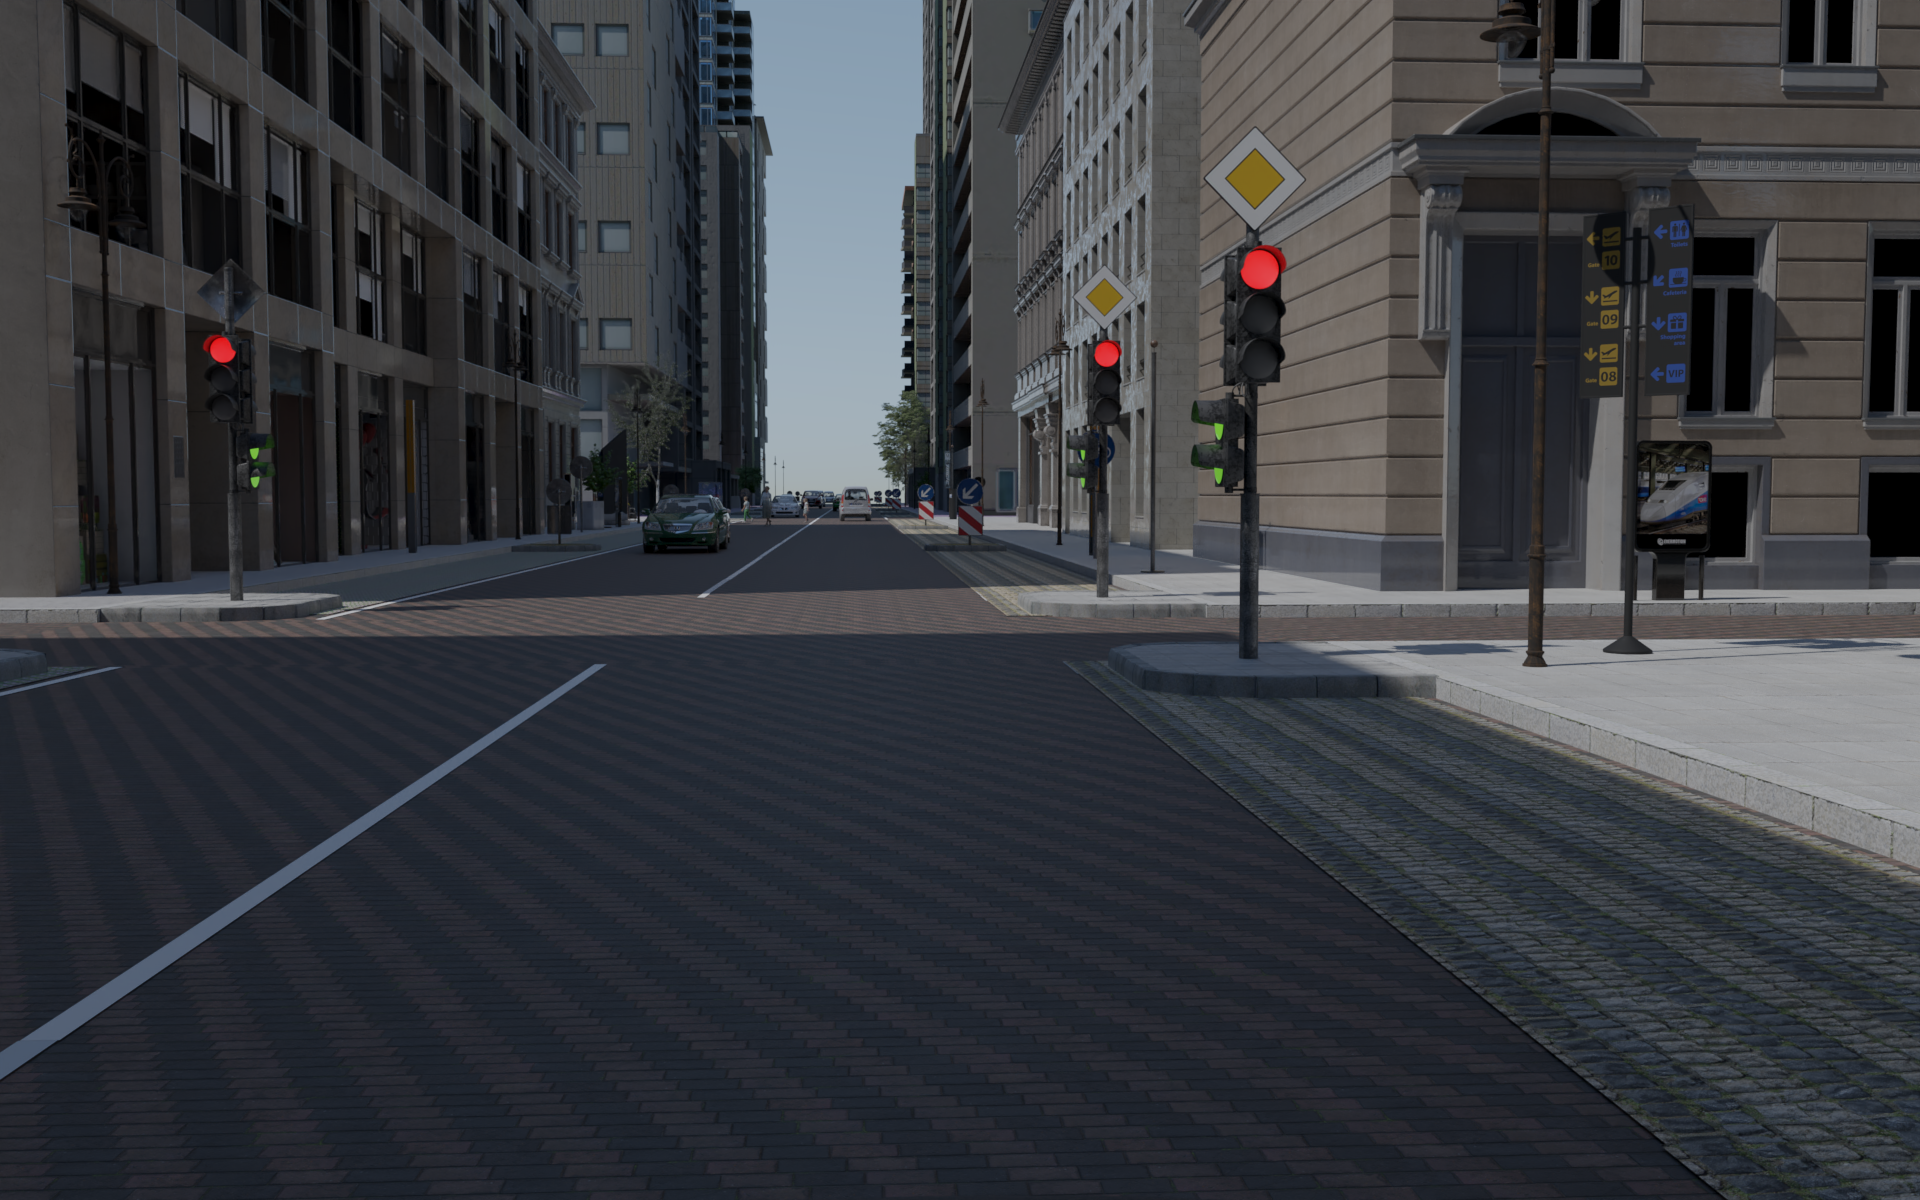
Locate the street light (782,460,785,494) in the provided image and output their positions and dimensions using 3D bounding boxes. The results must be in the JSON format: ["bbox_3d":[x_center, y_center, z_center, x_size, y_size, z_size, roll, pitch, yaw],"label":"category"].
[{"bbox_3d":[-23.735,-15.909,232.907,0.468,5.910,1.993,0,4,-3],"label":"street light"}]

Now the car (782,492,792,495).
[{"bbox_3d":[-18.409,-10.674,184.303,2.009,1.686,4.222,0,4,-4],"label":"car"}]

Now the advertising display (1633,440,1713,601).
[{"bbox_3d":[8.543,-0.956,20.840,0.974,1.923,0.123,0,4,-7],"label":"advertising display"}]

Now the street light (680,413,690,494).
[{"bbox_3d":[-15.473,-7.638,97.667,0.468,5.910,1.993,0,4,-3],"label":"street light"}]

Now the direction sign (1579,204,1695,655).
[{"bbox_3d":[5.399,-1.340,13.901,0.876,3.537,0.379,3,5,43],"label":"direction sign"}]

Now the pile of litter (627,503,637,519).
[{"bbox_3d":[-17.453,-4.637,89.774,1.719,0.858,1.176,-2,4,-25],"label":"pile of litter"}]

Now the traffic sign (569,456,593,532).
[{"bbox_3d":[-12.663,-3.534,57.890,0.768,2.556,0.104,0,4,-3],"label":"traffic sign"}]

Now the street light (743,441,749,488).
[{"bbox_3d":[-18.558,-10.844,150.085,0.468,5.910,1.993,0,4,-3],"label":"street light"}]

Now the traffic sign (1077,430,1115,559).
[{"bbox_3d":[2.680,-2.090,34.274,0.768,2.556,0.104,0,4,-2],"label":"traffic sign"}]

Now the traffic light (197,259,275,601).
[{"bbox_3d":[-8.691,-1.946,20.739,0.839,4.253,0.868,0,4,-3],"label":"traffic light"}]

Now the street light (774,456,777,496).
[{"bbox_3d":[-22.074,-14.326,207.024,0.468,5.910,1.993,0,4,-3],"label":"street light"}]

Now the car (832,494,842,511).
[{"bbox_3d":[-9.701,-8.310,144.670,1.959,1.807,4.718,0,4,-2],"label":"car"}]

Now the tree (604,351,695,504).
[{"bbox_3d":[-15.600,-8.413,87.916,4.360,8.622,3.978,0,3,0],"label":"tree"}]

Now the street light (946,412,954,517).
[{"bbox_3d":[-0.546,-7.483,95.132,0.468,5.910,1.993,0,4,-3],"label":"street light"}]

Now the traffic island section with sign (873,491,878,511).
[{"bbox_3d":[-6.215,-8.510,147.767,1.989,1.847,2.006,0,4,-3],"label":"traffic island section with sign"}]

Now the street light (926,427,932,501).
[{"bbox_3d":[-2.179,-8.996,119.865,0.468,5.910,1.993,0,4,-3],"label":"street light"}]

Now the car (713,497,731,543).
[{"bbox_3d":[-7.599,-2.284,49.706,2.083,1.381,4.827,0,4,-5],"label":"car"}]

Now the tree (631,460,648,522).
[{"bbox_3d":[-15.391,-5.279,80.917,1.663,3.219,1.824,0,3,0],"label":"tree"}]

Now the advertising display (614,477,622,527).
[{"bbox_3d":[-13.265,-3.793,67.223,0.123,1.923,0.974,-1,4,-22],"label":"advertising display"}]

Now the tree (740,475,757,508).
[{"bbox_3d":[-19.225,-10.116,159.999,1.663,3.219,1.824,0,3,0],"label":"tree"}]

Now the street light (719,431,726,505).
[{"bbox_3d":[-16.963,-9.222,123.561,0.468,5.910,1.993,0,4,-3],"label":"street light"}]

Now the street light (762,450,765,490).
[{"bbox_3d":[-20.486,-12.723,180.804,0.468,5.910,1.993,0,4,-3],"label":"street light"}]

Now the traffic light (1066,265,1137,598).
[{"bbox_3d":[1.750,-1.986,21.387,0.839,4.253,0.868,0,4,-3],"label":"traffic light"}]

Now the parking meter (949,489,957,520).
[{"bbox_3d":[-0.339,-4.828,87.352,0.372,1.533,0.369,0,3,0],"label":"parking meter"}]

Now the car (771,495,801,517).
[{"bbox_3d":[-10.922,-5.839,107.823,2.083,1.381,4.827,0,4,-5],"label":"car"}]

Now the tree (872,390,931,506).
[{"bbox_3d":[-5.756,-16.546,188.652,7.486,12.596,7.792,0,3,0],"label":"tree"}]

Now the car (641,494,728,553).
[{"bbox_3d":[-6.887,-1.951,43.690,2.131,1.459,4.920,0,4,-3],"label":"car"}]

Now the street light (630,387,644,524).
[{"bbox_3d":[-13.940,-6.250,74.976,0.468,5.910,1.993,0,4,-3],"label":"street light"}]

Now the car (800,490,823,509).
[{"bbox_3d":[-14.548,-9.858,169.852,2.281,1.827,5.304,0,4,-4],"label":"car"}]

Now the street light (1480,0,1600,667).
[{"bbox_3d":[4.281,-2.442,12.718,0.468,5.910,1.993,0,4,-3],"label":"street light"}]

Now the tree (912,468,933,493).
[{"bbox_3d":[-2.487,-8.133,127.569,1.663,3.219,1.824,0,3,0],"label":"tree"}]

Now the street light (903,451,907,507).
[{"bbox_3d":[-5.465,-12.218,172.546,0.468,5.910,1.993,0,4,-3],"label":"street light"}]

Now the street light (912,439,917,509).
[{"bbox_3d":[-3.839,-10.597,146.052,0.468,5.910,1.993,0,4,-3],"label":"street light"}]

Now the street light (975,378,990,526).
[{"bbox_3d":[0.893,-5.895,69.171,0.468,5.910,1.993,0,4,-3],"label":"street light"}]

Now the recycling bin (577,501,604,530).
[{"bbox_3d":[-13.280,-3.039,62.237,0.722,1.027,0.722,1,4,21],"label":"recycling bin"}]

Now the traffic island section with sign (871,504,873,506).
[{"bbox_3d":[-9.587,-11.910,203.349,1.989,1.847,2.006,0,4,-3],"label":"traffic island section with sign"}]

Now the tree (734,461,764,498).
[{"bbox_3d":[-21.060,-11.525,172.153,4.285,4.588,4.351,0,3,0],"label":"tree"}]

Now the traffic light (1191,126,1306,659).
[{"bbox_3d":[2.235,-1.498,13.416,0.839,4.253,0.868,0,4,-3],"label":"traffic light"}]

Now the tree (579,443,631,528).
[{"bbox_3d":[-13.790,-4.329,65.389,1.663,3.219,1.824,0,3,0],"label":"tree"}]

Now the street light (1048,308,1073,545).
[{"bbox_3d":[2.495,-4.312,43.285,0.468,5.910,1.993,0,4,-3],"label":"street light"}]

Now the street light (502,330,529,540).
[{"bbox_3d":[-12.494,-4.648,48.790,0.468,5.910,1.993,0,4,-3],"label":"street light"}]

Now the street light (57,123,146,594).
[{"bbox_3d":[-10.883,-3.017,22.111,0.468,5.910,1.993,0,4,-3],"label":"street light"}]

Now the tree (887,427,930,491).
[{"bbox_3d":[-5.247,-14.164,181.937,4.360,8.622,3.978,0,3,0],"label":"tree"}]
